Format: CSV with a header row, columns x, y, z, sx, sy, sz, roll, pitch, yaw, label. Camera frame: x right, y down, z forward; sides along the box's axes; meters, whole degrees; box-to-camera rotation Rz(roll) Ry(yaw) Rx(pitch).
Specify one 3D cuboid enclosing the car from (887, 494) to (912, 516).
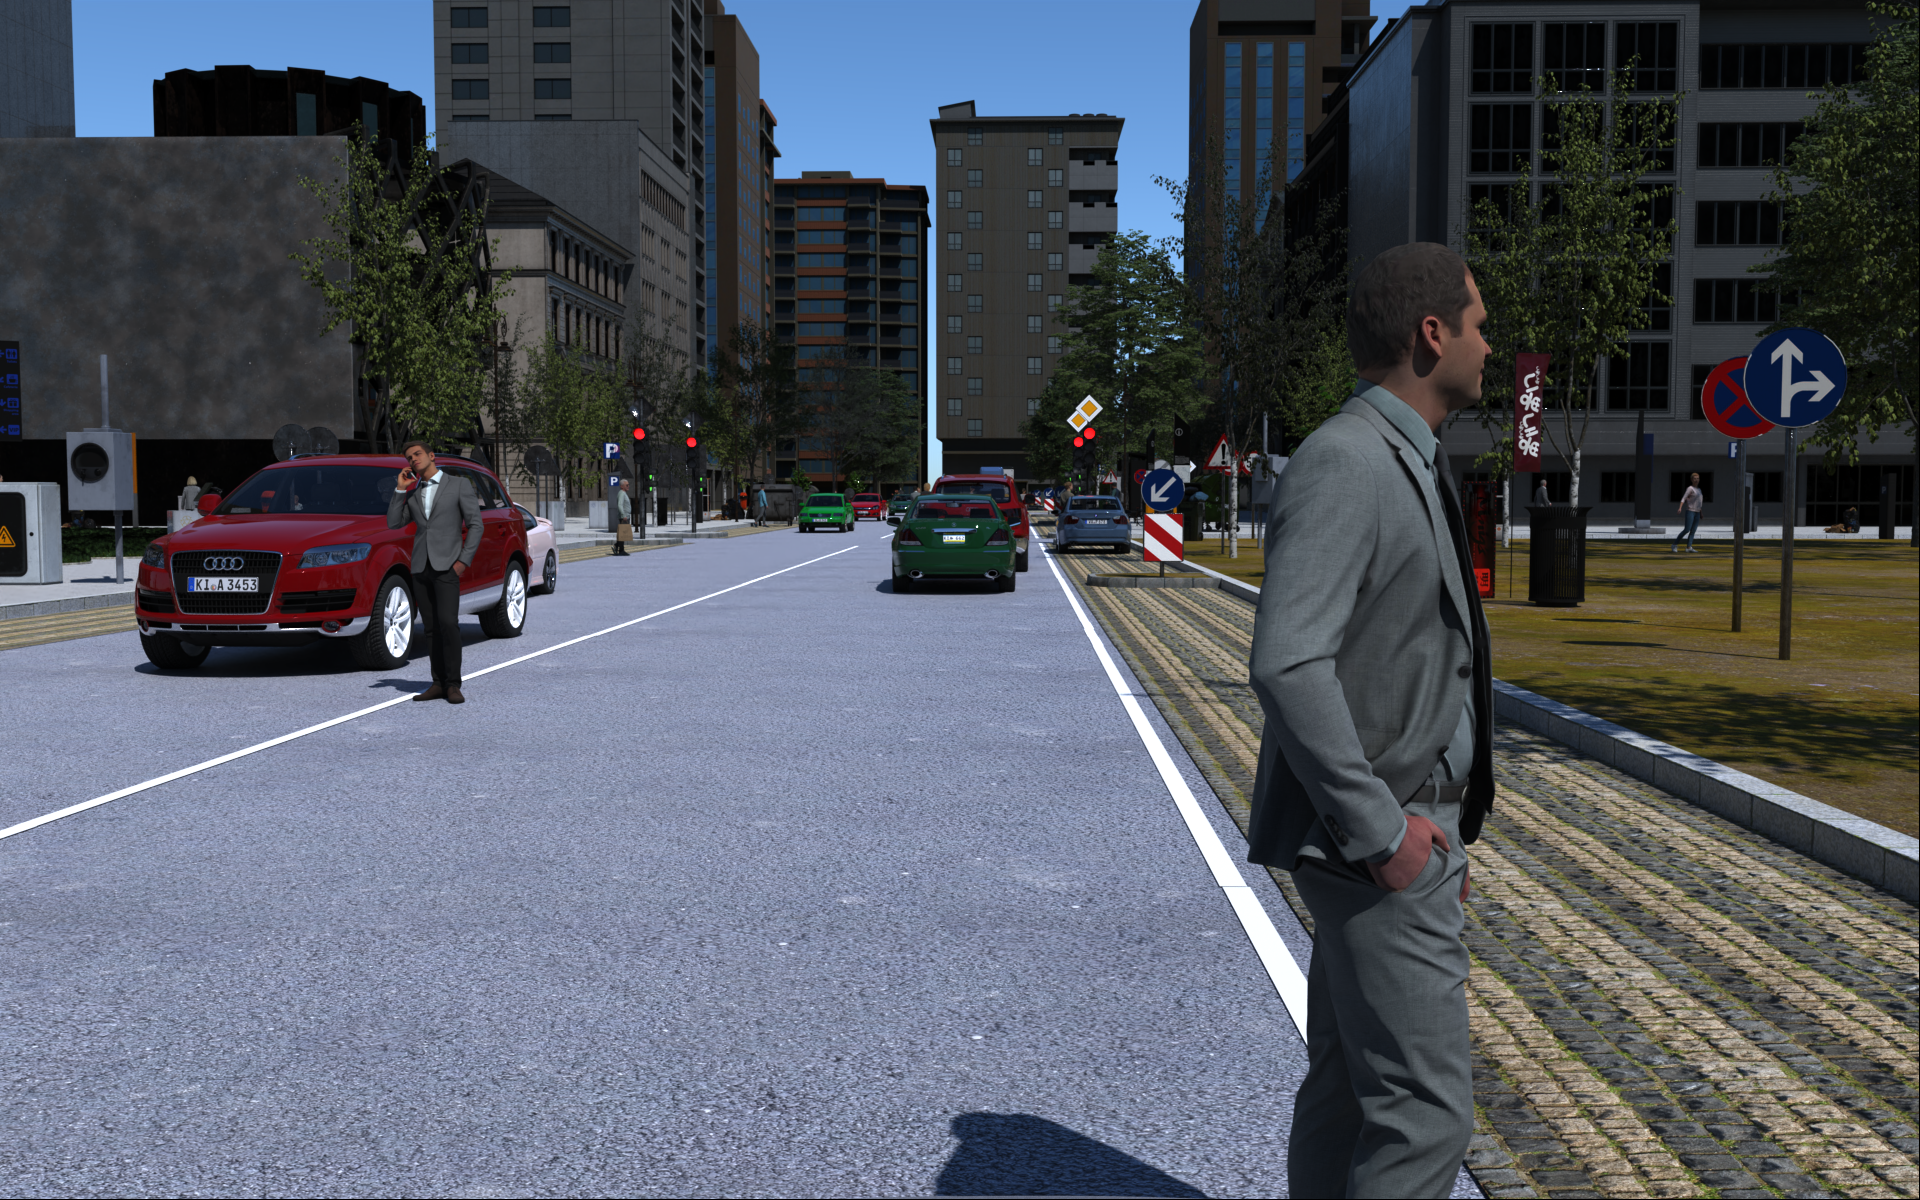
x,y,z,sx,sy,sz,roll,pitch,yaw,label
-3.748,-6.301,114.818,2.131,1.459,4.920,0,4,1,car

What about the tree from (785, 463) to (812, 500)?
x,y,z,sx,sy,sz,roll,pitch,yaw,label
-9.854,-6.758,105.092,1.663,3.219,1.824,0,3,0,tree

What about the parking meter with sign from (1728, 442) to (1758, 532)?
x,y,z,sx,sy,sz,roll,pitch,yaw,label
26.491,-3.807,58.501,0.543,3.016,1.738,3,5,41,parking meter with sign

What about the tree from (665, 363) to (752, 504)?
x,y,z,sx,sy,sz,roll,pitch,yaw,label
-14.940,-9.043,98.219,4.737,8.622,4.395,0,3,0,tree

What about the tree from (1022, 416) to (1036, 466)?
x,y,z,sx,sy,sz,roll,pitch,yaw,label
11.049,-17.569,205.372,7.486,12.596,7.792,0,3,0,tree

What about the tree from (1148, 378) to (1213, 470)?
x,y,z,sx,sy,sz,roll,pitch,yaw,label
13.793,-9.665,108.385,4.737,8.622,4.395,0,3,0,tree

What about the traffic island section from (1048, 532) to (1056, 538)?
x,y,z,sx,sy,sz,roll,pitch,yaw,label
3.903,-2.124,57.008,2.009,0.180,2.903,0,4,2,traffic island section

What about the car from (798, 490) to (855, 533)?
x,y,z,sx,sy,sz,roll,pitch,yaw,label
-5.031,-3.470,65.535,1.959,1.807,4.718,0,4,2,car

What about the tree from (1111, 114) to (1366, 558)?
x,y,z,sx,sy,sz,roll,pitch,yaw,label
5.701,-5.138,34.365,4.360,8.622,3.978,0,3,0,tree

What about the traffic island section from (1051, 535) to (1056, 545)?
x,y,z,sx,sy,sz,roll,pitch,yaw,label
3.662,-1.636,49.026,2.009,0.180,2.903,0,4,2,traffic island section

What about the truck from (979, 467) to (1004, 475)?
x,y,z,sx,sy,sz,roll,pitch,yaw,label
2.857,-10.760,165.680,2.967,4.110,18.799,0,4,3,truck

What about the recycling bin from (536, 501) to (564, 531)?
x,y,z,sx,sy,sz,roll,pitch,yaw,label
-14.328,-2.936,60.556,0.722,1.027,0.722,1,4,21,recycling bin

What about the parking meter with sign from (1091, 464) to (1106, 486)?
x,y,z,sx,sy,sz,roll,pitch,yaw,label
8.041,-6.495,102.456,0.543,3.016,1.738,-1,4,-20,parking meter with sign

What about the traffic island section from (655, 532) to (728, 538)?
x,y,z,sx,sy,sz,roll,pitch,yaw,label
-8.833,-2.148,57.395,2.009,0.180,2.903,0,4,2,traffic island section

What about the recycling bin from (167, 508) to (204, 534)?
x,y,z,sx,sy,sz,roll,pitch,yaw,label
-11.701,-0.855,26.532,0.722,1.027,0.722,-2,4,-31,recycling bin

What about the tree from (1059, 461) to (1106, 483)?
x,y,z,sx,sy,sz,roll,pitch,yaw,label
8.898,-8.600,124.316,4.285,4.588,4.351,0,3,0,tree

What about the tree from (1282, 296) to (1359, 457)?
x,y,z,sx,sy,sz,roll,pitch,yaw,label
14.403,-6.836,62.130,4.737,8.622,4.395,0,3,0,tree

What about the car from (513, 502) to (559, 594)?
x,y,z,sx,sy,sz,roll,pitch,yaw,label
-6.812,-0.680,23.476,2.083,1.381,4.827,0,4,2,car

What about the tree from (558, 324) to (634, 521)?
x,y,z,sx,sy,sz,roll,pitch,yaw,label
-16.774,-7.542,73.667,4.737,8.622,4.395,0,3,0,tree

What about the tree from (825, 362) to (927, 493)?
x,y,z,sx,sy,sz,roll,pitch,yaw,label
-8.160,-15.998,168.217,9.857,13.997,8.962,0,3,0,tree

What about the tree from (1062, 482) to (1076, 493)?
x,y,z,sx,sy,sz,roll,pitch,yaw,label
8.401,-8.156,127.957,1.663,3.219,1.824,0,3,0,tree

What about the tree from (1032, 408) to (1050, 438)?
x,y,z,sx,sy,sz,roll,pitch,yaw,label
10.269,-14.605,164.539,9.928,11.665,9.643,0,3,0,tree

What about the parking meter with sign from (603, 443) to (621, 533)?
x,y,z,sx,sy,sz,roll,pitch,yaw,label
-11.621,-3.776,58.006,0.543,3.016,1.738,-1,4,-14,parking meter with sign

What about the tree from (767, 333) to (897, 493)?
x,y,z,sx,sy,sz,roll,pitch,yaw,label
-9.442,-13.493,130.984,12.009,13.543,11.850,0,3,0,tree

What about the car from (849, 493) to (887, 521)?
x,y,z,sx,sy,sz,roll,pitch,yaw,label
-4.939,-5.096,92.352,2.155,1.783,4.494,0,4,3,car

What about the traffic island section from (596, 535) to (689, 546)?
x,y,z,sx,sy,sz,roll,pitch,yaw,label
-9.073,-1.660,49.414,2.009,0.180,2.903,0,4,2,traffic island section

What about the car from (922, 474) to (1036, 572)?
x,y,z,sx,sy,sz,roll,pitch,yaw,label
0.319,-1.516,33.461,2.281,1.827,5.304,0,4,2,car

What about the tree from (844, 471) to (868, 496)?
x,y,z,sx,sy,sz,roll,pitch,yaw,label
-8.789,-9.088,143.187,1.663,3.219,1.824,0,3,0,tree

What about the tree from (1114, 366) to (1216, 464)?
x,y,z,sx,sy,sz,roll,pitch,yaw,label
13.641,-11.036,114.845,7.601,10.594,8.767,0,4,4,tree

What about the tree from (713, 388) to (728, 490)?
x,y,z,sx,sy,sz,roll,pitch,yaw,label
-16.244,-9.377,103.676,4.360,8.622,3.978,0,3,0,tree

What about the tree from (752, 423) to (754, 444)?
x,y,z,sx,sy,sz,roll,pitch,yaw,label
-14.784,-9.692,108.833,4.737,8.622,4.395,0,3,0,tree

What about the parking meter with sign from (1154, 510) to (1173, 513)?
x,y,z,sx,sy,sz,roll,pitch,yaw,label
9.629,-5.127,80.090,1.738,3.016,0.543,3,5,43,parking meter with sign

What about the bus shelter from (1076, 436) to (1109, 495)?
x,y,z,sx,sy,sz,roll,pitch,yaw,label
8.737,-8.482,116.309,2.179,5.291,8.768,0,4,2,bus shelter

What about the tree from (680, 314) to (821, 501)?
x,y,z,sx,sy,sz,roll,pitch,yaw,label
-11.114,-9.554,90.627,8.767,10.594,7.601,1,4,19,tree

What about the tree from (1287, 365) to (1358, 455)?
x,y,z,sx,sy,sz,roll,pitch,yaw,label
5.873,-1.931,26.176,1.663,3.219,1.824,0,3,0,tree

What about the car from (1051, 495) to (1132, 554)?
x,y,z,sx,sy,sz,roll,pitch,yaw,label
3.258,-1.879,42.716,2.014,1.417,4.499,0,4,2,car

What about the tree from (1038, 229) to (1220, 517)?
x,y,z,sx,sy,sz,roll,pitch,yaw,label
7.557,-9.581,74.774,7.486,12.596,7.792,0,3,0,tree

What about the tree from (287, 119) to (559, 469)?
x,y,z,sx,sy,sz,roll,pitch,yaw,label
-11.264,-5.179,35.039,4.737,8.622,4.395,0,3,0,tree

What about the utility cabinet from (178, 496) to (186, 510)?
x,y,z,sx,sy,sz,roll,pitch,yaw,label
-25.879,-2.901,58.596,1.020,1.237,0.306,0,4,5,utility cabinet

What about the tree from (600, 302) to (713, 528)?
x,y,z,sx,sy,sz,roll,pitch,yaw,label
-11.621,-7.067,65.912,4.360,8.622,3.978,0,3,0,tree

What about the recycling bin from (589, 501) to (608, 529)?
x,y,z,sx,sy,sz,roll,pitch,yaw,label
-13.394,-3.174,64.444,0.722,1.027,0.722,0,4,-3,recycling bin

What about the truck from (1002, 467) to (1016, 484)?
x,y,z,sx,sy,sz,roll,pitch,yaw,label
4.428,-11.844,182.558,2.839,4.237,11.283,0,4,2,truck

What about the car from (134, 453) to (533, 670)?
x,y,z,sx,sy,sz,roll,pitch,yaw,label
-5.506,-0.438,15.840,2.281,1.827,5.304,0,4,3,car

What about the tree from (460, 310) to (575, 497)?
x,y,z,sx,sy,sz,roll,pitch,yaw,label
-17.855,-7.260,69.062,4.360,8.622,3.978,0,3,0,tree

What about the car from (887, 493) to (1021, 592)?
x,y,z,sx,sy,sz,roll,pitch,yaw,label
-0.093,-0.916,26.776,2.131,1.459,4.920,0,4,0,car

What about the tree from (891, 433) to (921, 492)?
x,y,z,sx,sy,sz,roll,pitch,yaw,label
-6.784,-15.520,204.120,4.737,8.622,4.395,0,3,0,tree

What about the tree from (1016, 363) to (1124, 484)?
x,y,z,sx,sy,sz,roll,pitch,yaw,label
9.462,-14.144,148.263,9.611,12.733,9.660,0,3,0,tree

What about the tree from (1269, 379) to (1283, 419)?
x,y,z,sx,sy,sz,roll,pitch,yaw,label
14.717,-7.294,69.627,4.737,8.622,4.395,0,3,0,tree

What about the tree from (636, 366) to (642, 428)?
x,y,z,sx,sy,sz,roll,pitch,yaw,label
-18.481,-8.647,91.742,4.737,8.622,4.395,0,3,0,tree

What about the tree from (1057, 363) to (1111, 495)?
x,y,z,sx,sy,sz,roll,pitch,yaw,label
7.235,-8.620,91.299,4.360,8.622,3.978,0,3,0,tree

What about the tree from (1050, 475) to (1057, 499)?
x,y,z,sx,sy,sz,roll,pitch,yaw,label
10.451,-14.808,192.473,4.360,8.622,3.978,0,3,0,tree

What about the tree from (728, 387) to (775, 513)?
x,y,z,sx,sy,sz,roll,pitch,yaw,label
-14.377,-10.129,115.977,4.360,8.622,3.978,0,3,0,tree

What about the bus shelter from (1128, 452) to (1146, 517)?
x,y,z,sx,sy,sz,roll,pitch,yaw,label
10.009,-6.582,98.892,1.731,3.624,6.357,0,4,2,bus shelter
